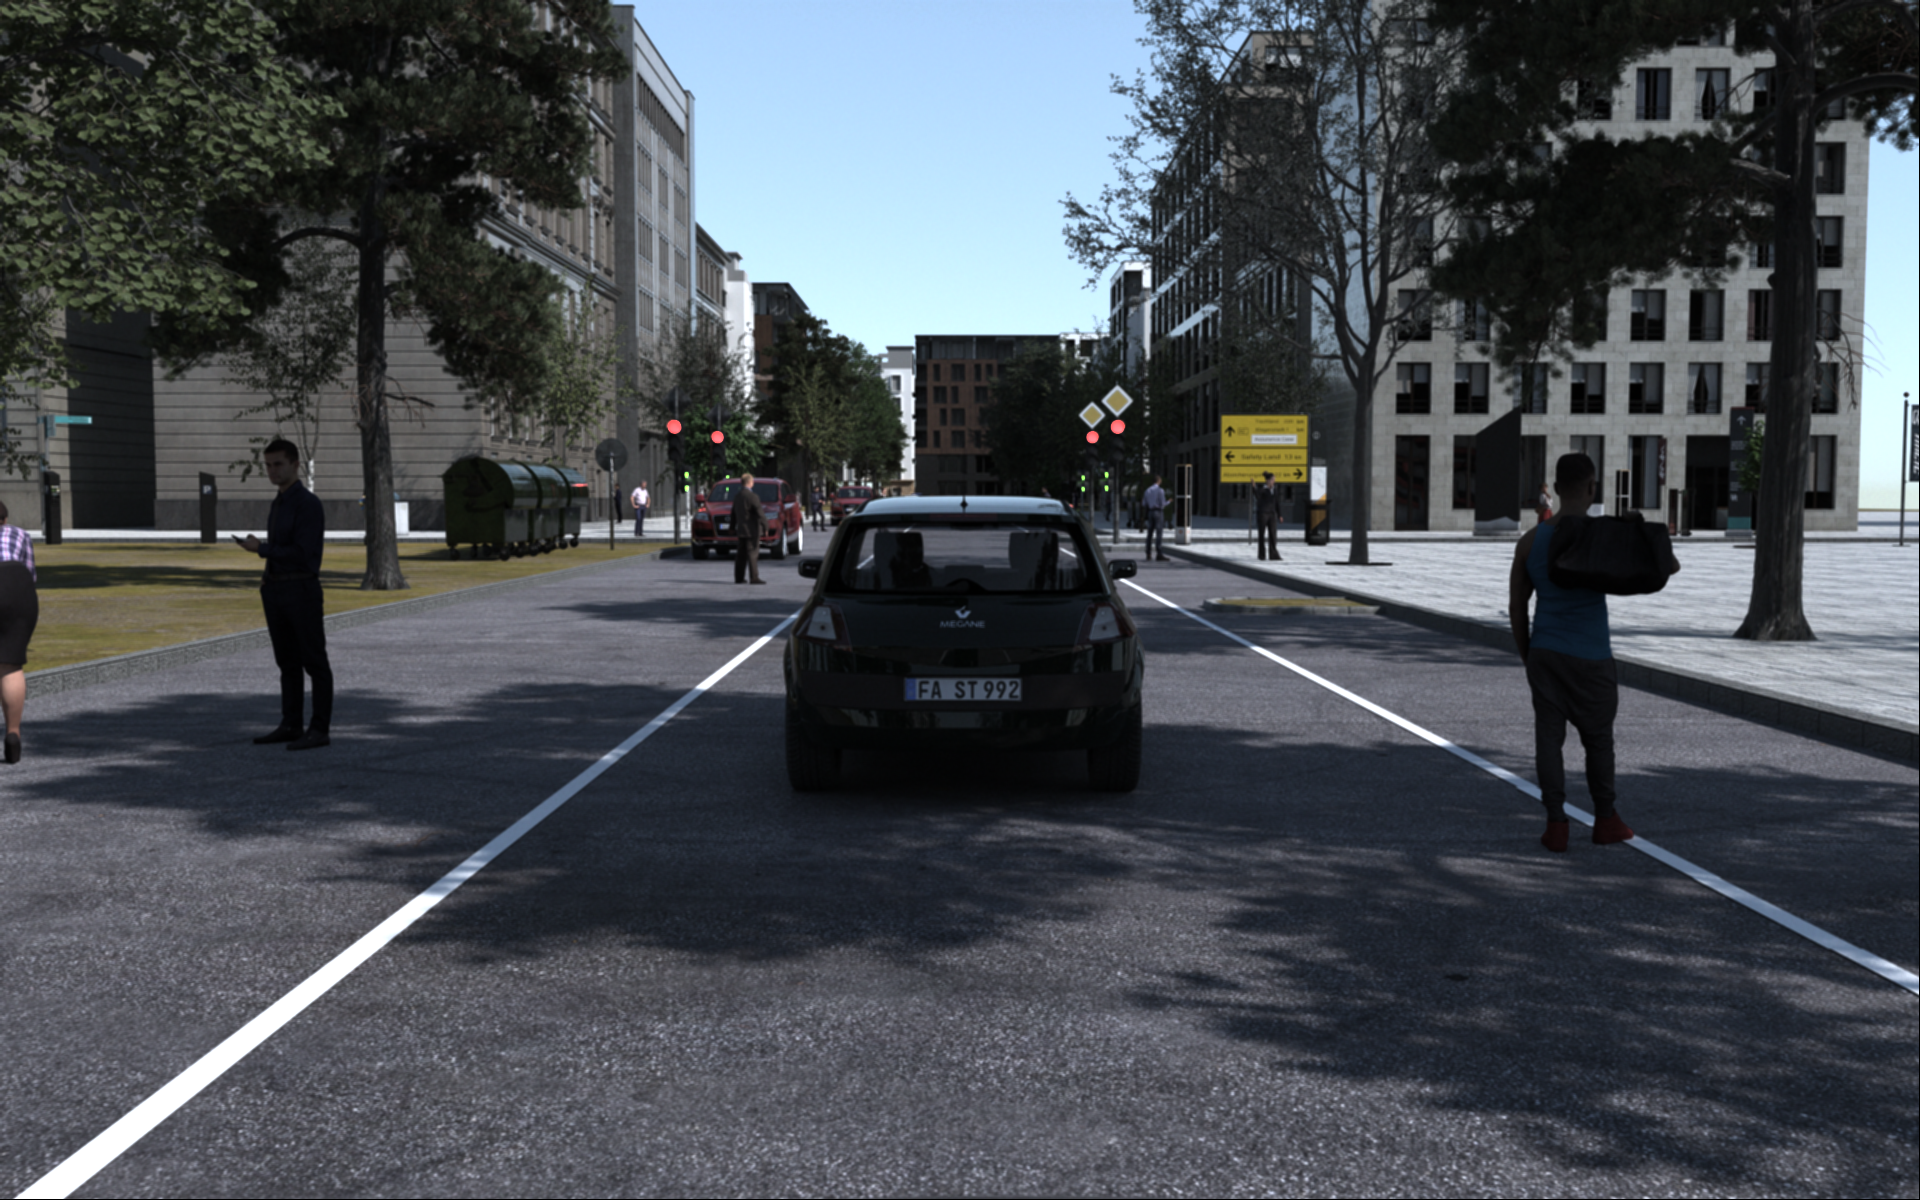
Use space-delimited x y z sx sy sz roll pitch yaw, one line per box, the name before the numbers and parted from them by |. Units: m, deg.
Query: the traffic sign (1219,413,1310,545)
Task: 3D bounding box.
traffic sign | 7.647 -3.043 43.619 2.265 3.308 0.079 0 4 0

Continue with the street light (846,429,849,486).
street light | -7.913 -9.138 122.200 0.468 5.910 1.993 0 4 0

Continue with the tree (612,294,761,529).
tree | -10.166 -6.890 63.014 4.360 8.622 3.978 0 3 0

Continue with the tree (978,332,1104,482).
tree | 6.626 -14.041 136.223 9.857 13.997 8.962 0 3 0

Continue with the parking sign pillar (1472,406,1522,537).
parking sign pillar | 16.285 -3.909 52.390 1.447 3.967 1.447 2 4 24

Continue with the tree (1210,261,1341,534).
tree | 10.072 -6.436 55.584 4.360 8.622 3.978 0 3 0

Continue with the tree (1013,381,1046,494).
tree | 6.044 -8.387 87.498 4.737 8.622 4.395 0 3 0

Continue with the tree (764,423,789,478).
tree | -10.348 -7.610 74.790 4.360 8.622 3.978 0 3 0

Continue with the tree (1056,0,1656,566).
tree | 7.240 -7.380 31.041 12.009 13.543 11.850 0 3 0

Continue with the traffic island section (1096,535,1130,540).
traffic island section | 3.982 -1.831 52.218 2.009 0.180 2.903 0 4 0

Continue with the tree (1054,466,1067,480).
tree | 6.619 -7.602 118.887 1.663 3.219 1.824 0 3 0

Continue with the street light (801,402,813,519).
street light | -7.738 -7.020 87.567 0.468 5.910 1.993 0 4 0

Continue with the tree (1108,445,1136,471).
tree | 10.273 -10.591 123.525 4.360 8.622 3.978 0 3 0

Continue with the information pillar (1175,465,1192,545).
information pillar | 5.609 -2.387 43.517 0.304 2.012 0.304 2 4 32

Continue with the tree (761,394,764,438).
tree | -10.277 -7.229 68.550 4.360 8.622 3.978 0 3 0

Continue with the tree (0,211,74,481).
tree | -18.259 -4.942 31.171 4.360 8.622 3.978 0 3 0

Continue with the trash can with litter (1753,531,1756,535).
trash can with litter | 24.813 -2.580 53.238 1.678 1.210 2.233 0 4 -5

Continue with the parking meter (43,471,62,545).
parking meter | -23.027 -2.339 43.957 0.399 1.863 0.255 3 4 38

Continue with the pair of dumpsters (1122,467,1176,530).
pair of dumpsters | 6.995 -3.758 63.937 1.574 2.255 4.436 0 4 0

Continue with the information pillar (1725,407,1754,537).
information pillar | 23.261 -3.806 51.610 0.750 3.857 0.750 2 4 25

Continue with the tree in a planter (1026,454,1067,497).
tree in a planter | 3.884 -4.889 77.158 1.991 3.239 1.994 0 4 0

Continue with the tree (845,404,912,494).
tree | -9.280 -16.860 193.785 7.486 12.596 7.792 0 3 0

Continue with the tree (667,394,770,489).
tree | -7.969 -4.481 56.976 4.285 4.588 4.351 0 3 0

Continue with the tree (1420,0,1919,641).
tree | 7.246 -5.678 14.889 6.751 12.117 7.091 0 3 0

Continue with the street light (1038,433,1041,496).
street light | 5.808 -9.426 126.906 0.468 5.910 1.993 0 4 0

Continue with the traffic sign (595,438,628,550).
traffic sign | -7.958 -2.412 39.550 0.768 2.556 0.104 0 4 7

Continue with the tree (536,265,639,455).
tree | -12.918 -6.504 56.699 4.737 8.622 4.395 0 3 0

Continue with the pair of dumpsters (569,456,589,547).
pair of dumpsters | -9.683 -2.267 39.554 1.574 2.255 4.436 0 3 0

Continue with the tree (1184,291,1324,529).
tree | 11.134 -6.942 63.864 4.737 8.622 4.395 0 3 0

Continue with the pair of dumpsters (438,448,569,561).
pair of dumpsters | -9.270 -1.993 35.081 1.574 2.255 4.436 0 4 0

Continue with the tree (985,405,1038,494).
tree | 6.014 -17.029 200.480 6.751 12.117 7.091 0 3 0

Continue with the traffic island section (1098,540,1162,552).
traffic island section | 4.010 -1.343 44.233 2.009 0.180 2.903 0 4 0

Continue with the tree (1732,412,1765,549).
tree | 18.854 -2.842 41.069 1.663 3.219 1.824 0 3 0

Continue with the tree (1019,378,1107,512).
tree | 6.126 -9.717 109.233 4.360 8.622 3.978 0 3 0

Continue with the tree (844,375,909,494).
tree | -9.275 -16.834 182.653 7.806 13.903 7.818 0 3 0

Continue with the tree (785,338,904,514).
tree | -8.101 -11.542 114.470 9.928 11.665 9.643 0 3 0

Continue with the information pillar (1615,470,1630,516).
information pillar | 20.179 -2.953 52.770 0.304 2.012 0.304 0 4 -6

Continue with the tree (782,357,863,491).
tree | -7.663 -8.721 92.943 4.737 8.622 4.395 0 3 0

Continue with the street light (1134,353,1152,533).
street light | 6.001 -5.159 57.131 0.468 5.910 1.993 0 4 0

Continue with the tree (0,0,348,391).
tree | -8.149 -5.692 11.184 7.486 12.596 7.792 0 3 0

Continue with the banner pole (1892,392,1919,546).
banner pole | 23.432 -3.218 42.627 0.863 3.779 0.401 -1 4 -12

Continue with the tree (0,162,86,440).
tree | -21.379 -5.341 37.683 4.737 8.622 4.395 0 3 0

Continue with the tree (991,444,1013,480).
tree | 5.389 -13.650 173.536 4.737 8.622 4.395 0 3 0

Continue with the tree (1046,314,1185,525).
tree | 6.387 -7.371 70.882 4.737 8.622 4.395 0 3 0

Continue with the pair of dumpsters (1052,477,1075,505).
pair of dumpsters | 5.915 -6.114 102.460 1.574 2.255 4.436 0 4 0

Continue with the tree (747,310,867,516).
tree | -9.003 -10.984 101.646 6.751 12.117 7.091 0 3 0

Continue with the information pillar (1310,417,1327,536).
information pillar | 10.875 -3.747 52.620 0.504 3.616 0.183 -1 4 -9

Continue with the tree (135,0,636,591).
tree | -7.845 -6.172 22.970 6.751 12.117 7.091 0 3 0

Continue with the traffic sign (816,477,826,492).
traffic sign | -9.862 -7.445 121.732 0.884 2.594 0.081 0 4 5

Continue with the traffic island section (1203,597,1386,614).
traffic island section | 4.083 0.076 21.627 1.991 0.108 1.994 0 4 0

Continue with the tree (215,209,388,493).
tree | -14.338 -5.339 37.648 4.360 8.622 3.978 0 3 0

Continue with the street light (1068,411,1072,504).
street light | 5.841 -7.277 91.765 0.468 5.910 1.993 0 4 0

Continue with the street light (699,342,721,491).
street light | -7.596 -4.895 52.822 0.468 5.910 1.993 0 4 0

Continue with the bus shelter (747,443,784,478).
bus shelter | -9.568 -5.605 82.930 1.731 3.624 6.357 0 4 0
